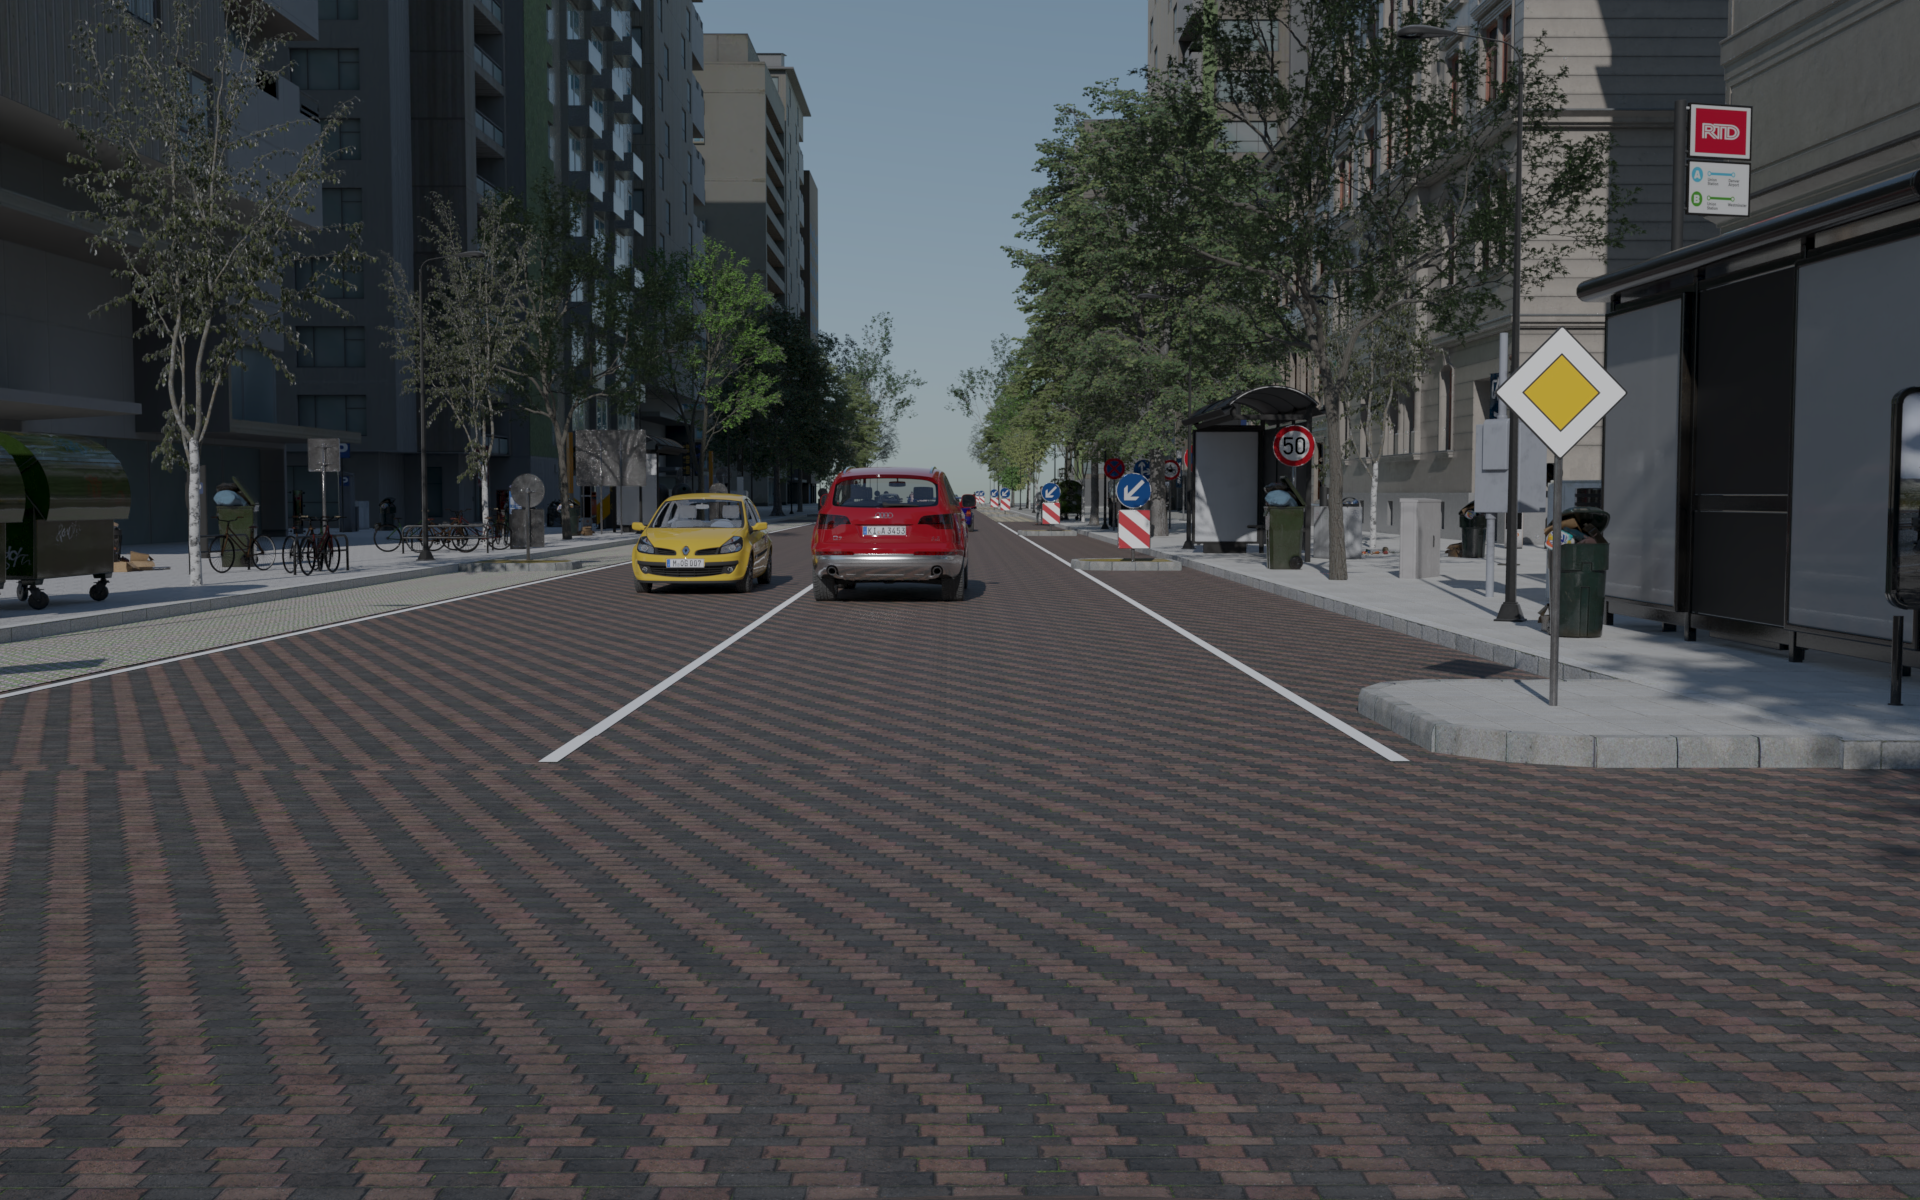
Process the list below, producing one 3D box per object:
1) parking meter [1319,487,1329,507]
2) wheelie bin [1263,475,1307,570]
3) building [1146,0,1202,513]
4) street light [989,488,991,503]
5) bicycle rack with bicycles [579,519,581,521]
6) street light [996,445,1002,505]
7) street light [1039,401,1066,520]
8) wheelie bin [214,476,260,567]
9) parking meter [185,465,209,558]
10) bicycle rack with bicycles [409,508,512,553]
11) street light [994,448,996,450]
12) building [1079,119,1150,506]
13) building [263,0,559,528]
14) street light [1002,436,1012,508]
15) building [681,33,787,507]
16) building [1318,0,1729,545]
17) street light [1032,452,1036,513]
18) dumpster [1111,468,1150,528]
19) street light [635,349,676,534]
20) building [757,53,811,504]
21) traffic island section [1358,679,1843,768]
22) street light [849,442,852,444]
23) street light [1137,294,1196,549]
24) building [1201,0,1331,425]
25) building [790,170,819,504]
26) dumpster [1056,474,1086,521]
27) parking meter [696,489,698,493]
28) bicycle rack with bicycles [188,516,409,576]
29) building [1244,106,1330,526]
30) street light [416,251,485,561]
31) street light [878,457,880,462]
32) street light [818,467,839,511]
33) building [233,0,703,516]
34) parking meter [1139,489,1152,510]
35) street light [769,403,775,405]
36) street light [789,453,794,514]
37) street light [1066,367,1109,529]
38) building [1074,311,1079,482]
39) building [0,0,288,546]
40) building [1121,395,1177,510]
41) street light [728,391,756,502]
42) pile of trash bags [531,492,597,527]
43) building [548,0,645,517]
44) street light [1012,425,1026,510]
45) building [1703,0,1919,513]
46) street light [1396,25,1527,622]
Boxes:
[{"bbox_3d":[12.408,-3.088,58.899,0.372,1.533,0.369,0,3,0],"label":"parking meter"},{"bbox_3d":[5.525,-1.324,29.563,0.693,1.594,0.980,0,4,3],"label":"wheelie bin"},{"bbox_3d":[27.255,-32.150,114.886,28.713,52.752,27.495,0,4,0],"label":"building"},{"bbox_3d":[3.942,-13.832,198.701,1.470,5.913,1.316,0,4,0],"label":"street light"},{"bbox_3d":[-18.902,-4.079,80.073,2.925,0.926,2.852,0,4,-5],"label":"bicycle rack with bicycles"},{"bbox_3d":[4.328,-11.594,162.108,1.470,5.913,1.316,0,4,0],"label":"street light"},{"bbox_3d":[4.714,-6.912,85.552,1.470,5.913,1.316,0,4,0],"label":"street light"},{"bbox_3d":[-12.741,-1.383,30.525,0.693,1.594,0.980,-1,4,-16],"label":"wheelie bin"},{"bbox_3d":[-15.211,-1.762,34.513,0.399,1.863,0.255,-1,4,-23],"label":"parking meter"},{"bbox_3d":[-11.458,-1.524,38.303,2.925,0.926,2.852,-1,4,-10],"label":"bicycle rack with bicycles"},{"bbox_3d":[4.186,-12.461,176.270,1.470,5.913,1.316,0,4,0],"label":"street light"},{"bbox_3d":[20.125,-31.104,192.152,14.154,41.232,14.086,0,4,0],"label":"building"},{"bbox_3d":[-25.034,-23.624,69.853,14.154,41.232,14.086,0,4,0],"label":"building"},{"bbox_3d":[4.320,-10.195,139.229,1.470,5.913,1.316,0,4,0],"label":"street light"},{"bbox_3d":[-30.473,-34.458,187.091,21.300,48.544,21.600,0,4,0],"label":"building"},{"bbox_3d":[20.067,-16.307,54.012,14.401,28.519,23.554,0,4,0],"label":"building"},{"bbox_3d":[4.623,-7.440,94.189,1.470,5.913,1.316,0,4,0],"label":"street light"},{"bbox_3d":[6.501,-3.816,64.884,1.502,2.255,1.985,0,4,0],"label":"dumpster"},{"bbox_3d":[-9.751,-5.086,55.700,1.470,5.913,1.316,0,4,0],"label":"street light"},{"bbox_3d":[-33.389,-38.105,212.250,28.713,52.752,27.495,0,4,0],"label":"building"},{"bbox_3d":[3.617,0.720,10.512,2.009,0.180,2.903,0,4,0],"label":"traffic island section"},{"bbox_3d":[-10.373,-11.213,155.874,1.470,5.913,1.316,0,4,0],"label":"street light"},{"bbox_3d":[4.800,-4.144,40.288,1.470,5.913,1.316,0,4,0],"label":"street light"},{"bbox_3d":[19.974,-25.129,94.447,14.154,41.232,14.086,0,4,0],"label":"building"},{"bbox_3d":[-26.487,-35.671,233.324,14.600,45.320,14.200,0,4,0],"label":"building"},{"bbox_3d":[5.291,-4.979,83.900,1.502,2.255,1.985,0,4,0],"label":"dumpster"},{"bbox_3d":[-12.259,-4.477,81.618,0.372,1.533,0.369,0,3,0],"label":"parking meter"},{"bbox_3d":[-11.125,-0.923,28.470,2.852,0.926,2.925,1,4,8],"label":"bicycle rack with bicycles"},{"bbox_3d":[18.803,-12.908,75.673,10.561,19.102,19.286,0,4,0],"label":"building"},{"bbox_3d":[-9.774,-3.714,33.266,1.470,5.913,1.316,0,4,0],"label":"street light"},{"bbox_3d":[-10.632,-14.854,215.400,1.470,5.913,1.316,0,4,0],"label":"street light"},{"bbox_3d":[-10.242,-9.841,133.442,1.470,5.913,1.316,0,4,0],"label":"street light"},{"bbox_3d":[-34.066,-33.066,129.860,28.713,52.752,27.495,0,4,0],"label":"building"},{"bbox_3d":[5.394,-2.573,50.484,0.372,1.533,0.369,0,3,0],"label":"parking meter"},{"bbox_3d":[-10.023,-7.046,87.749,1.470,5.913,1.316,0,4,0],"label":"street light"},{"bbox_3d":[-10.190,-8.418,110.181,1.470,5.913,1.316,0,4,0],"label":"street light"},{"bbox_3d":[4.724,-5.516,62.720,1.470,5.913,1.316,0,4,0],"label":"street light"},{"bbox_3d":[20.619,-26.645,207.347,14.160,30.474,14.107,0,4,0],"label":"building"},{"bbox_3d":[-31.173,-27.363,36.625,28.713,52.752,27.495,0,4,0],"label":"building"},{"bbox_3d":[29.538,-27.499,141.483,32.217,40.220,23.993,0,4,0],"label":"building"},{"bbox_3d":[-9.896,-6.458,78.132,1.470,5.913,1.316,0,4,0],"label":"street light"},{"bbox_3d":[-15.659,-3.545,67.713,3.447,1.369,1.912,0,4,8],"label":"pile of trash bags"},{"bbox_3d":[-30.996,-29.414,100.521,23.786,49.044,30.456,0,4,0],"label":"building"},{"bbox_3d":[4.449,-8.823,116.797,1.470,5.913,1.316,0,4,0],"label":"street light"},{"bbox_3d":[28.741,-11.754,25.469,30.059,22.955,16.112,0,4,0],"label":"building"},{"bbox_3d":[5.023,-2.740,17.335,1.470,5.913,1.316,0,4,0],"label":"street light"}]
